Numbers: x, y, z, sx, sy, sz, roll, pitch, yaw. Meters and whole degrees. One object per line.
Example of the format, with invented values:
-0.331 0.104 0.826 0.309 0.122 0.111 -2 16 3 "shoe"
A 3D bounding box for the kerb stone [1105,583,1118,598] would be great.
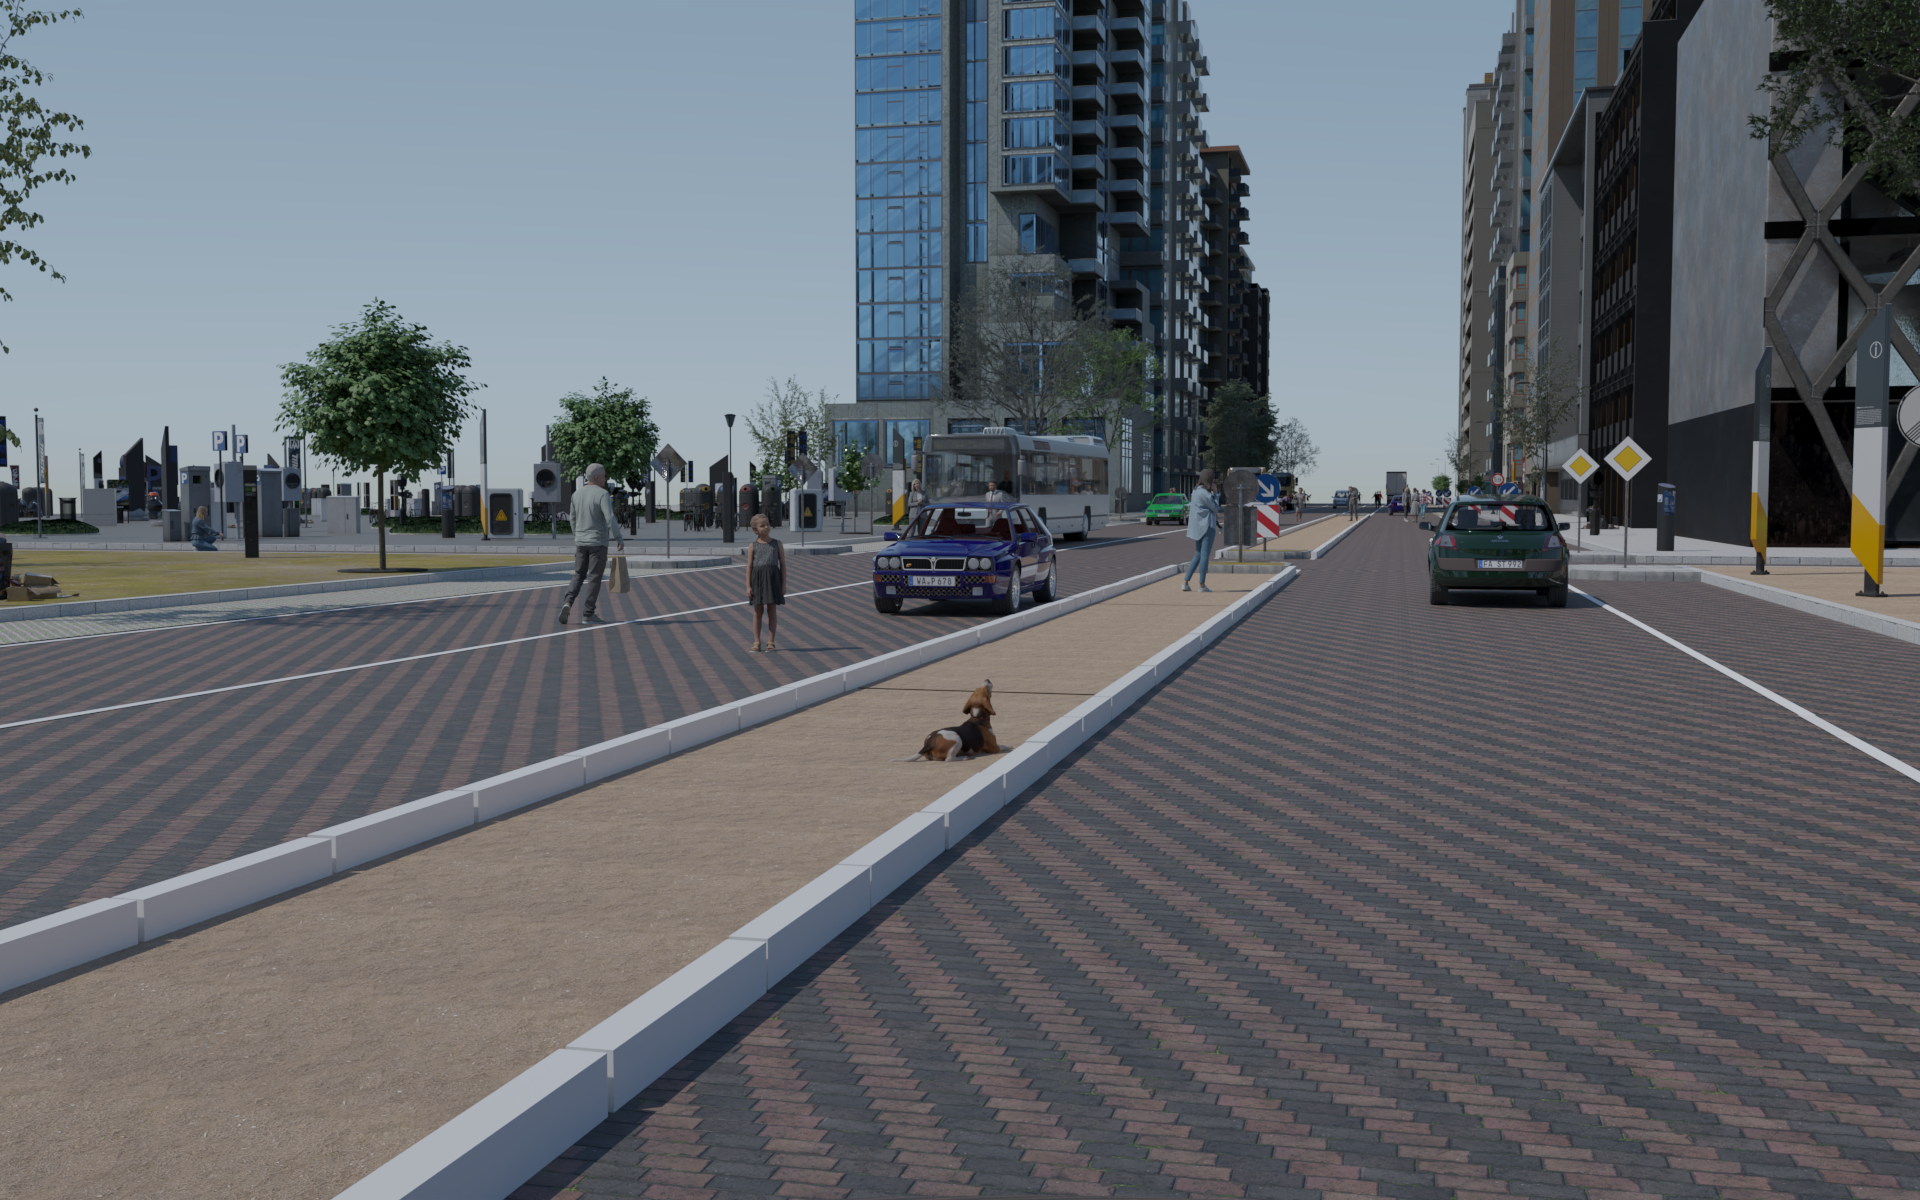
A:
2.010 -0.105 23.907 0.120 0.150 1.000 1 4 14 "kerb stone"

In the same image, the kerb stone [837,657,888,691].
-0.758 0.564 12.968 0.120 0.150 1.000 1 4 14 "kerb stone"

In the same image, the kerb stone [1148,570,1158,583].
3.020 -0.343 27.893 0.120 0.150 1.000 1 4 14 "kerb stone"

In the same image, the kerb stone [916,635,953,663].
-0.263 0.443 14.954 0.120 0.150 1.000 1 4 14 "kerb stone"

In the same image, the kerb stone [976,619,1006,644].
0.254 0.321 16.939 0.120 0.150 1.000 1 4 14 "kerb stone"

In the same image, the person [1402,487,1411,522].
23.318 -4.980 90.108 0.709 1.800 0.728 0 4 -8 "person"

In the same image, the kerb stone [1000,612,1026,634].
0.493 0.261 17.935 0.120 0.150 1.000 1 4 14 "kerb stone"

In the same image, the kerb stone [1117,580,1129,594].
2.261 -0.158 24.898 0.120 0.150 1.000 1 4 14 "kerb stone"

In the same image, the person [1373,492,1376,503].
63.721 -15.711 265.396 0.705 1.821 1.348 -2 4 -28 "person"

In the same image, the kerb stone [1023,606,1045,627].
0.747 0.202 18.926 0.120 0.150 1.000 1 4 14 "kerb stone"

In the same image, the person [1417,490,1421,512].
37.569 -8.119 141.688 0.683 1.767 0.568 -1 4 -10 "person"

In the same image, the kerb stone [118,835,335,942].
-2.526 0.995 5.998 0.120 0.150 1.000 1 4 14 "kerb stone"

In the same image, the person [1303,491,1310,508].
36.341 -10.663 182.925 1.350 1.814 0.705 0 4 7 "person"

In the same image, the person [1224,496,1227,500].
22.520 -8.199 145.743 0.628 1.438 0.799 1 4 15 "person"

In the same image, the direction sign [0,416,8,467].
-28.018 -3.551 50.059 0.876 3.537 0.379 -2 4 -30 "direction sign"

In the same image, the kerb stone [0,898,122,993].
-2.780 1.051 5.005 0.120 0.150 1.000 1 4 14 "kerb stone"

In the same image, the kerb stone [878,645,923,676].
-0.512 0.504 13.960 0.120 0.150 1.000 1 4 14 "kerb stone"

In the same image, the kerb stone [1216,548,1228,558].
5.917 -1.048 39.334 0.120 0.150 1.000 1 4 14 "kerb stone"

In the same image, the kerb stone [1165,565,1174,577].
3.519 -0.470 29.875 0.120 0.150 1.000 1 4 14 "kerb stone"

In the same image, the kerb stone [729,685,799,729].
-1.263 0.687 10.972 0.120 0.150 1.000 1 4 14 "kerb stone"

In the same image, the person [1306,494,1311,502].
49.178 -14.208 243.987 0.799 1.438 0.628 1 4 12 "person"

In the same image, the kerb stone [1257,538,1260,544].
8.188 -1.595 48.280 0.120 0.150 1.000 1 4 14 "kerb stone"

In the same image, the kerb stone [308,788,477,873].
-2.278 0.929 7.000 0.120 0.150 1.000 1 4 14 "kerb stone"

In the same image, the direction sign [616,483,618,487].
-17.966 -6.036 90.690 0.876 3.537 0.379 3 4 36 "direction sign"

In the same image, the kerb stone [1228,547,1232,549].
6.176 -1.105 40.323 0.120 0.150 1.000 1 4 14 "kerb stone"

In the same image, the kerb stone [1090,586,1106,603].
1.756 -0.043 22.906 0.120 0.150 1.000 1 4 14 "kerb stone"

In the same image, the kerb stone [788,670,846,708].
-1.017 0.625 11.976 0.120 0.150 1.000 1 4 14 "kerb stone"

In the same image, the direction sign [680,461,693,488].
-18.443 -7.645 116.992 0.876 3.537 0.379 -1 4 -18 "direction sign"

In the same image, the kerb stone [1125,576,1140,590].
2.514 -0.226 25.891 0.120 0.150 1.000 1 4 14 "kerb stone"

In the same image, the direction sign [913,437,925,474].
-1.405 -4.666 68.290 0.876 3.537 0.379 1 4 8 "direction sign"

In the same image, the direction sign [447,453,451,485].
-25.265 -5.732 85.722 0.379 3.537 0.876 0 4 -5 "direction sign"

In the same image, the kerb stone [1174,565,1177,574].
3.772 -0.531 30.871 0.120 0.150 1.000 1 4 14 "kerb stone"

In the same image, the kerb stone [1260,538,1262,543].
8.430 -1.655 49.274 0.120 0.150 1.000 1 4 14 "kerb stone"

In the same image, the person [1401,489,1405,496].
34.457 -7.717 134.537 0.709 1.838 0.599 -1 4 -15 "person"

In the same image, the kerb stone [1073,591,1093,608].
1.501 0.017 21.916 0.120 0.150 1.000 1 4 14 "kerb stone"

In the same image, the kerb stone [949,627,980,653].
-0.015 0.386 15.946 0.120 0.150 1.000 1 4 14 "kerb stone"

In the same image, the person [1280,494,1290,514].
22.787 -6.706 121.376 0.697 1.427 0.421 0 4 6 "person"

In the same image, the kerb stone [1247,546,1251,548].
7.432 -1.413 45.302 0.120 0.150 1.000 1 4 14 "kerb stone"

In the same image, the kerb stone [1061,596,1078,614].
1.250 0.083 20.920 0.120 0.150 1.000 1 4 14 "kerb stone"

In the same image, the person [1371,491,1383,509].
39.442 -9.442 163.700 1.217 1.723 0.721 2 4 31 "person"

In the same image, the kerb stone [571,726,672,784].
-1.770 0.808 8.987 0.120 0.150 1.000 1 4 14 "kerb stone"

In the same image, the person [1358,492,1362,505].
54.220 -13.831 235.319 0.721 1.739 1.217 -2 4 -35 "person"

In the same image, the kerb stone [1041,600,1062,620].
0.993 0.139 19.919 0.120 0.150 1.000 1 4 14 "kerb stone"

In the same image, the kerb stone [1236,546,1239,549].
6.680 -1.227 42.321 0.120 0.150 1.000 1 4 14 "kerb stone"

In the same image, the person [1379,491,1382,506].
49.926 -12.085 206.019 0.705 1.831 1.348 -1 4 -15 "person"

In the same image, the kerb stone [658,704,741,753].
-1.518 0.747 9.981 0.120 0.150 1.000 1 4 14 "kerb stone"

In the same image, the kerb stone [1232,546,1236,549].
6.422 -1.170 41.326 0.120 0.150 1.000 1 4 14 "kerb stone"

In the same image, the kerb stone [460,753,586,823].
-2.020 0.869 7.996 0.120 0.150 1.000 1 4 14 "kerb stone"

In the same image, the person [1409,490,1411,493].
45.266 -10.140 174.295 1.348 1.824 0.705 3 5 44 "person"

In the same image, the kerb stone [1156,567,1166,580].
3.269 -0.409 28.884 0.120 0.150 1.000 1 4 14 "kerb stone"

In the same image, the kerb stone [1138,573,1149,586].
2.762 -0.286 26.891 0.120 0.150 1.000 1 4 14 "kerb stone"

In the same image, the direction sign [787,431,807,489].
-5.846 -4.292 62.175 0.876 3.537 0.379 -3 5 -42 "direction sign"

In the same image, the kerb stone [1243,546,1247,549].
7.180 -1.352 44.311 0.120 0.150 1.000 1 4 14 "kerb stone"
